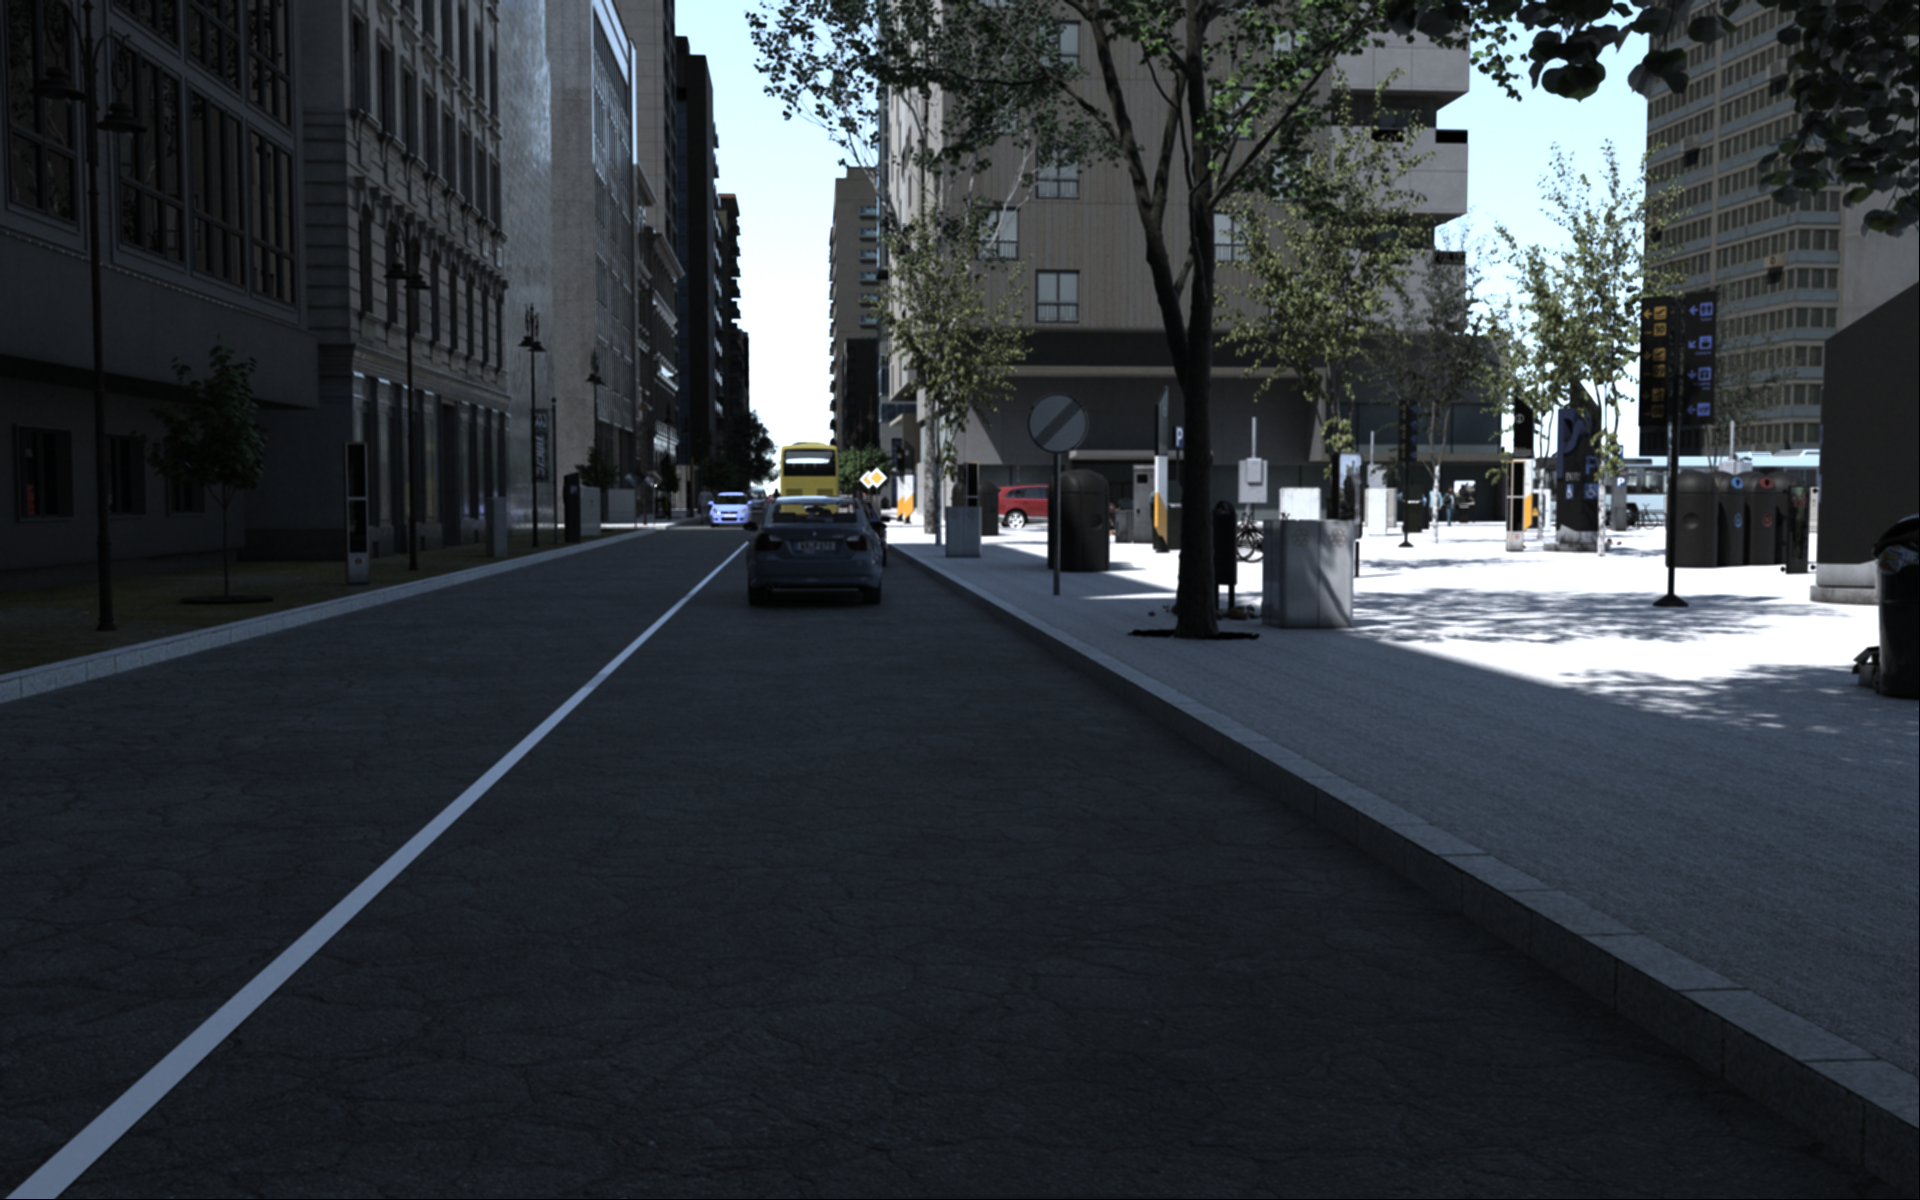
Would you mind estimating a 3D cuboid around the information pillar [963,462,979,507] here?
[{"bbox_3d":[0.254,-2.166,39.902,0.304,2.012,0.304,-1,4,-14],"label":"information pillar"}]

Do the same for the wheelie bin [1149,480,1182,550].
[{"bbox_3d":[4.761,-1.956,39.882,0.980,1.594,0.693,-2,4,-34],"label":"wheelie bin"}]

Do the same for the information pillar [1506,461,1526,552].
[{"bbox_3d":[12.333,-2.078,38.461,0.304,2.012,0.304,0,4,-4],"label":"information pillar"}]

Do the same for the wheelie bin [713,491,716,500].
[{"bbox_3d":[-18.452,-7.359,128.229,0.693,1.594,0.980,2,4,25],"label":"wheelie bin"}]

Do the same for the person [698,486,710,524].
[{"bbox_3d":[-12.241,-4.576,83.194,0.514,1.842,0.818,-3,5,-43],"label":"person"}]

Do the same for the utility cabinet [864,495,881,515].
[{"bbox_3d":[-5.380,-5.816,106.256,1.020,1.237,0.306,-2,4,-26],"label":"utility cabinet"}]

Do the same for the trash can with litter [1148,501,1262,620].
[{"bbox_3d":[2.787,-0.452,18.455,1.678,1.210,2.233,-1,4,-10],"label":"trash can with litter"}]

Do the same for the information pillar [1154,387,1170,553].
[{"bbox_3d":[4.388,-2.835,37.713,0.183,3.616,0.504,2,4,32],"label":"information pillar"}]

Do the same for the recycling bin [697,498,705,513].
[{"bbox_3d":[-17.345,-6.401,117.211,0.722,1.027,0.722,-2,4,-30],"label":"recycling bin"}]

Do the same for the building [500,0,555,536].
[{"bbox_3d":[-22.301,-12.264,55.268,16.860,20.320,10.420,0,4,-5],"label":"building"}]

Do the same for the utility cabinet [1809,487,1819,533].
[{"bbox_3d":[27.899,-2.944,56.812,1.173,1.500,0.318,2,4,29],"label":"utility cabinet"}]

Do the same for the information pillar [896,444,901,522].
[{"bbox_3d":[-2.710,-5.469,80.775,0.504,3.616,0.183,1,4,20],"label":"information pillar"}]

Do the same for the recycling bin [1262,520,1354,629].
[{"bbox_3d":[3.376,-0.262,16.831,0.722,1.027,0.722,0,4,-5],"label":"recycling bin"}]

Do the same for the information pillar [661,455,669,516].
[{"bbox_3d":[-17.060,-6.671,100.428,0.504,3.616,0.183,1,4,20],"label":"information pillar"}]

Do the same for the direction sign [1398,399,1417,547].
[{"bbox_3d":[10.793,-3.047,41.814,0.379,3.537,0.876,3,5,42],"label":"direction sign"}]

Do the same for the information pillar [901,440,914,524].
[{"bbox_3d":[-2.201,-5.106,74.832,0.504,3.616,0.183,3,4,36],"label":"information pillar"}]

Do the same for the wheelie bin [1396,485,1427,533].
[{"bbox_3d":[14.966,-3.028,57.419,0.980,1.594,0.693,1,4,15],"label":"wheelie bin"}]

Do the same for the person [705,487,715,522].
[{"bbox_3d":[-12.986,-4.941,89.508,0.478,1.798,0.641,2,4,32],"label":"person"}]

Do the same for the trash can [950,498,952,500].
[{"bbox_3d":[-0.009,-3.278,65.248,0.748,1.137,0.748,0,3,0],"label":"trash can"}]

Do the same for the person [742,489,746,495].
[{"bbox_3d":[-17.110,-7.891,137.698,0.709,1.800,0.728,1,4,15],"label":"person"}]

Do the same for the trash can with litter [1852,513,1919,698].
[{"bbox_3d":[6.060,0.013,11.180,0.624,1.170,1.055,0,4,7],"label":"trash can with litter"}]

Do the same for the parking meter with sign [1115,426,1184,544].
[{"bbox_3d":[4.872,-2.974,44.889,1.738,3.016,0.543,2,4,30],"label":"parking meter with sign"}]

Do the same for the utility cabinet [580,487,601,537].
[{"bbox_3d":[-11.216,-2.653,52.058,0.318,1.500,1.173,1,4,18],"label":"utility cabinet"}]

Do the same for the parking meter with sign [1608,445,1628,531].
[{"bbox_3d":[22.870,-3.908,60.159,0.543,3.016,1.738,1,4,12],"label":"parking meter with sign"}]

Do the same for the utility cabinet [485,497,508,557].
[{"bbox_3d":[-9.555,-1.498,35.661,0.306,1.237,1.020,-2,4,-24],"label":"utility cabinet"}]

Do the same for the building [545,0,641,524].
[{"bbox_3d":[-22.235,-16.141,81.933,12.078,24.808,19.932,0,4,-5],"label":"building"}]

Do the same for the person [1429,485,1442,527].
[{"bbox_3d":[18.949,-3.710,69.024,0.748,1.841,0.638,-3,5,-40],"label":"person"}]

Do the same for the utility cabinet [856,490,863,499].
[{"bbox_3d":[-6.019,-5.840,104.162,0.318,1.500,1.173,0,4,3],"label":"utility cabinet"}]

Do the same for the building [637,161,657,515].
[{"bbox_3d":[-24.099,-16.692,101.786,11.050,23.489,19.941,0,4,-5],"label":"building"}]

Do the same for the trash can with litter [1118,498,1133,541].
[{"bbox_3d":[4.767,-2.235,47.934,0.624,1.170,1.055,-1,4,-16],"label":"trash can with litter"}]

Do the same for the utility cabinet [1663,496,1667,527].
[{"bbox_3d":[28.100,-3.464,67.795,1.020,1.237,0.306,1,4,18],"label":"utility cabinet"}]

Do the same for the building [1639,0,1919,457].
[{"bbox_3d":[54.305,-24.778,96.994,23.993,40.220,32.217,0,4,-5],"label":"building"}]

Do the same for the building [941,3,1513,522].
[{"bbox_3d":[10.895,-30.590,89.384,27.495,52.752,28.713,0,4,-5],"label":"building"}]

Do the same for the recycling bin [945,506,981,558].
[{"bbox_3d":[0.064,-1.393,35.337,0.722,1.027,0.722,0,4,-1],"label":"recycling bin"}]

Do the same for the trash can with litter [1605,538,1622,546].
[{"bbox_3d":[16.325,-2.019,44.074,1.678,1.210,2.233,3,5,44],"label":"trash can with litter"}]

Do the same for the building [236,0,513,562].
[{"bbox_3d":[-16.961,-11.724,40.842,9.793,20.994,18.267,0,4,-5],"label":"building"}]

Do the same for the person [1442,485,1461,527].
[{"bbox_3d":[19.877,-3.754,70.220,0.623,1.781,0.721,-3,5,-39],"label":"person"}]

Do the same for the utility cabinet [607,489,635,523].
[{"bbox_3d":[-15.014,-4.163,76.743,1.173,1.500,0.318,-1,4,-18],"label":"utility cabinet"}]

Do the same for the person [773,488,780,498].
[{"bbox_3d":[-11.843,-6.313,111.720,0.555,1.821,0.388,-2,4,-35],"label":"person"}]

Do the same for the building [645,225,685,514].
[{"bbox_3d":[-25.926,-17.497,122.240,11.583,22.565,21.152,0,4,-5],"label":"building"}]

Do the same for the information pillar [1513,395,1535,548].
[{"bbox_3d":[13.271,-3.028,40.855,0.504,3.616,0.183,3,5,40],"label":"information pillar"}]

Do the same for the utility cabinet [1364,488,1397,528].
[{"bbox_3d":[15.967,-3.491,65.749,1.173,1.500,0.318,2,4,35],"label":"utility cabinet"}]

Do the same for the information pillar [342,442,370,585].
[{"bbox_3d":[-8.519,-1.220,24.440,0.304,2.012,0.304,-2,4,-25],"label":"information pillar"}]

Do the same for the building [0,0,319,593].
[{"bbox_3d":[-17.552,-13.779,18.792,14.314,27.812,24.014,0,4,-5],"label":"building"}]

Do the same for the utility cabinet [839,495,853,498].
[{"bbox_3d":[-8.096,-6.823,122.720,1.020,1.237,0.306,1,4,14],"label":"utility cabinet"}]

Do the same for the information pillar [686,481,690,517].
[{"bbox_3d":[-14.971,-5.591,95.910,0.304,2.012,0.304,1,4,10],"label":"information pillar"}]

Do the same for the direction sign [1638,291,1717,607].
[{"bbox_3d":[8.143,-1.697,19.739,0.379,3.537,0.876,-3,5,-40],"label":"direction sign"}]
